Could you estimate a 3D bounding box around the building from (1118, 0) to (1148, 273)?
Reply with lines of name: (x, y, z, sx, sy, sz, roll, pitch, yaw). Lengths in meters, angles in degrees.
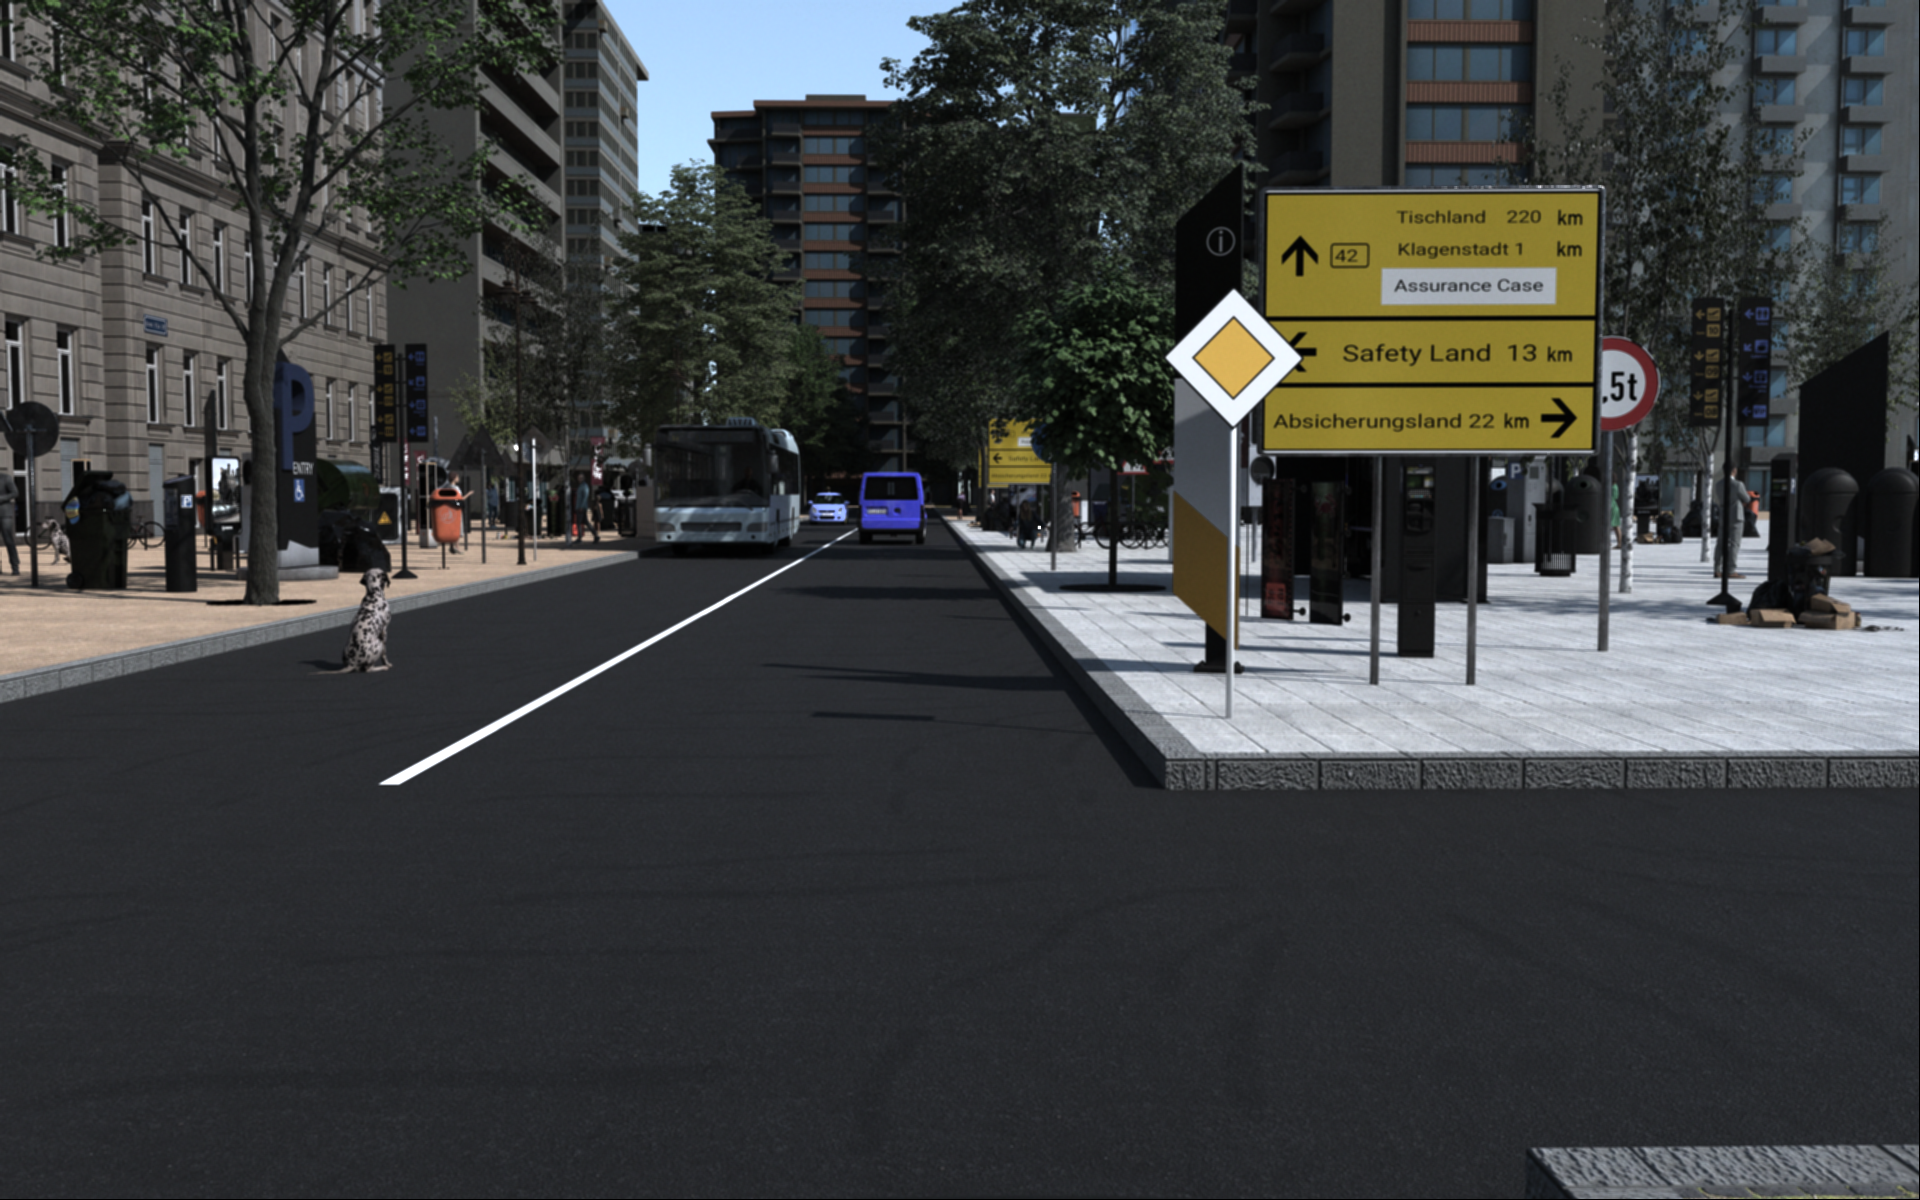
building: (29.717, -53.797, 192.259, 31.000, 86.520, 22.319, 0, 4, -1)

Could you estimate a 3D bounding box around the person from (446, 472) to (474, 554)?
person: (-10.722, -1.861, 37.033, 0.480, 1.755, 0.524, 3, 4, 39)

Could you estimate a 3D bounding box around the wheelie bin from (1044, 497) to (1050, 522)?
wheelie bin: (4.264, -4.429, 80.330, 0.693, 1.594, 0.980, -2, 4, -35)

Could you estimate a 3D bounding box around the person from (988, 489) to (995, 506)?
person: (1.365, -4.157, 76.605, 0.503, 1.515, 0.523, 2, 4, 31)

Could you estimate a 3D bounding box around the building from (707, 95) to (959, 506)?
building: (-14.300, -32.923, 192.923, 28.867, 44.769, 22.147, 0, 4, -1)

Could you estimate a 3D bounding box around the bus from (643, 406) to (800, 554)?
bus: (-5.727, -3.009, 44.059, 2.948, 3.499, 13.247, 0, 4, -2)

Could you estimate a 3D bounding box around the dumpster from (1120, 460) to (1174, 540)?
dumpster: (5.352, -2.833, 48.821, 1.502, 2.255, 1.985, 0, 4, -1)

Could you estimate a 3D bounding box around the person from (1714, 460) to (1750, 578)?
person: (11.810, -1.238, 26.472, 0.466, 1.800, 0.511, -3, 5, -39)

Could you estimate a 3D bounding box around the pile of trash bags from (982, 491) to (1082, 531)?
pile of trash bags: (2.503, -3.082, 60.138, 3.447, 1.369, 1.912, 0, 4, -3)

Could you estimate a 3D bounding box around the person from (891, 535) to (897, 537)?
person: (-2.218, -3.038, 58.265, 0.694, 1.812, 0.767, 1, 4, 10)

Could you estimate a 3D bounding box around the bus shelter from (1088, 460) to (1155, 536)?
bus shelter: (5.078, -3.725, 54.828, 2.014, 3.302, 5.546, 0, 4, -1)

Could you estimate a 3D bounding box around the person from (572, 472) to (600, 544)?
person: (-9.644, -2.363, 44.542, 0.748, 1.841, 0.638, -1, 4, -10)

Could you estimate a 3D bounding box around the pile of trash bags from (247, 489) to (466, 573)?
pile of trash bags: (-9.985, -1.165, 28.802, 3.447, 1.369, 1.912, -2, 4, -28)

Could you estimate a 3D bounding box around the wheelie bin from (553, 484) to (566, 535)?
wheelie bin: (-12.550, -2.855, 54.583, 0.693, 1.594, 0.980, 1, 4, 11)

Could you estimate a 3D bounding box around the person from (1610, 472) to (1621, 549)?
person: (15.131, -2.074, 40.192, 0.529, 1.795, 0.600, 1, 4, 11)

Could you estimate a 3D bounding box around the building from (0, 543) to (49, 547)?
building: (-28.771, -14.525, 34.754, 12.463, 27.353, 25.104, 0, 4, -1)

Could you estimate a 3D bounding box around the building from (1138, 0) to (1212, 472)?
building: (25.404, -31.275, 130.958, 23.786, 49.044, 30.456, 0, 4, -1)

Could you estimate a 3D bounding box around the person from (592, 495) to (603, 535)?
person: (-11.474, -2.695, 54.781, 0.362, 1.253, 0.373, 1, 4, 22)

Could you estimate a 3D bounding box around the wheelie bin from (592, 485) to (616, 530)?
wheelie bin: (-12.774, -3.316, 62.117, 0.693, 1.594, 0.980, -3, 5, -43)

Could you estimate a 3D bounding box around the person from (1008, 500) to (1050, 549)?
person: (1.650, -1.758, 40.291, 1.012, 1.151, 0.738, 1, 4, 9)

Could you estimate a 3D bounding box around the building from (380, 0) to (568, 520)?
building: (-34.469, -28.781, 94.268, 21.300, 48.544, 21.600, 0, 4, -1)

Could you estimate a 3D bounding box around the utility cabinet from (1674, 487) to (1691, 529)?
utility cabinet: (22.444, -2.761, 53.814, 0.318, 1.500, 1.173, 1, 4, 14)

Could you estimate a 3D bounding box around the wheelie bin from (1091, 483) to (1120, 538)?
wheelie bin: (4.328, -2.657, 51.349, 0.693, 1.594, 0.980, -3, 5, -45)

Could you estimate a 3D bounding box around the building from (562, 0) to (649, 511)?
building: (-36.703, -26.788, 129.872, 23.993, 40.220, 32.217, 0, 4, -1)

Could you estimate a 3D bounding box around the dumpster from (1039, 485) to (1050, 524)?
dumpster: (3.118, -4.365, 73.865, 1.502, 2.255, 1.985, 0, 4, -1)

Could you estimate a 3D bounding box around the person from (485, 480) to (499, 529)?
person: (-17.430, -3.560, 64.509, 0.793, 1.790, 0.793, 0, 4, -5)

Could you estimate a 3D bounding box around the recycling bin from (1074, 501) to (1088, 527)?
recycling bin: (4.656, -3.350, 67.330, 0.722, 1.027, 0.722, 3, 5, 40)

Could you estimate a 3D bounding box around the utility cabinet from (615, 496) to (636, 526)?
utility cabinet: (-13.475, -3.549, 69.183, 1.020, 1.237, 0.306, -2, 4, -25)

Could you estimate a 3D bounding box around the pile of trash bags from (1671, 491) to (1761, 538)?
pile of trash bags: (22.961, -2.565, 51.692, 3.447, 1.369, 1.912, -3, 5, -43)

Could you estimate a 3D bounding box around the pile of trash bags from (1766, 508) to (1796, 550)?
pile of trash bags: (18.795, -1.726, 37.977, 1.912, 1.369, 3.447, 1, 4, 23)

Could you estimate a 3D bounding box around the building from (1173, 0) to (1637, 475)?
building: (25.283, -27.283, 100.709, 22.147, 44.769, 28.867, 0, 4, -1)

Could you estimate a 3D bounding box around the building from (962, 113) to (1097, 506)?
building: (7.271, -30.916, 189.077, 14.086, 41.232, 14.154, 0, 4, -1)

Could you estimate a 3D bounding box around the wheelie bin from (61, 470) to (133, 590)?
wheelie bin: (-11.646, -0.952, 23.470, 0.693, 1.594, 0.980, 0, 4, 7)

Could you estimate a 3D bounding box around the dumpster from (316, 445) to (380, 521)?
dumpster: (-12.530, -1.946, 34.308, 1.502, 2.255, 1.985, 0, 4, -1)

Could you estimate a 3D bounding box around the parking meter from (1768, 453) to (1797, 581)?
parking meter: (11.644, -1.151, 24.524, 0.255, 1.863, 0.399, 3, 5, 41)

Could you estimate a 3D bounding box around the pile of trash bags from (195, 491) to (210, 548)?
pile of trash bags: (-16.559, -1.929, 41.284, 3.447, 1.369, 1.912, 1, 4, 9)

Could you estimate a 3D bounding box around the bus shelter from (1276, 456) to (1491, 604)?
bus shelter: (5.371, -1.960, 23.325, 1.731, 3.624, 6.357, 0, 4, -1)

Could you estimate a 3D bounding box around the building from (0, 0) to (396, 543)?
building: (-29.426, -16.093, 60.380, 12.463, 27.353, 25.104, 0, 4, -1)

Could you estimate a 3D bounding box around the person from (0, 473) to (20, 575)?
person: (-15.242, -1.320, 27.435, 0.655, 1.846, 0.447, 0, 4, 4)

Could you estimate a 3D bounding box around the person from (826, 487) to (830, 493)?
person: (-7.072, -5.146, 92.725, 0.705, 1.814, 1.350, 1, 4, 20)

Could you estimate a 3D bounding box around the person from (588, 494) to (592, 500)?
person: (-20.744, -5.422, 94.825, 1.348, 1.807, 0.705, -2, 4, -30)

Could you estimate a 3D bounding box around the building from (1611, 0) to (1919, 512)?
building: (58.659, -31.553, 135.508, 30.456, 49.044, 23.786, 0, 4, -1)

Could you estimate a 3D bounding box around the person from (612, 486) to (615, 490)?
person: (-24.023, -6.970, 120.133, 0.705, 1.807, 1.348, 0, 4, -4)

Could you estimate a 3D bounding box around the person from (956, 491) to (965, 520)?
person: (0.025, -4.730, 86.616, 0.421, 1.427, 0.697, 1, 4, 20)

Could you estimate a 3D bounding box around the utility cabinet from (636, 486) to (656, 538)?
utility cabinet: (-8.987, -2.550, 50.363, 0.318, 1.500, 1.173, -3, 4, -39)

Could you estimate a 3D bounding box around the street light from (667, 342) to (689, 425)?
street light: (-8.573, -4.891, 52.762, 0.468, 5.910, 1.993, 0, 4, -1)

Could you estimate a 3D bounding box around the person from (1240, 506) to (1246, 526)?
person: (11.288, -3.938, 69.795, 0.474, 1.900, 0.648, 0, 4, 8)

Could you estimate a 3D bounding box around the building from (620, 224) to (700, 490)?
building: (-35.833, -25.451, 187.827, 14.107, 30.474, 14.160, 0, 4, -1)

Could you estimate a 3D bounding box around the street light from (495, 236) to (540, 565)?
street light: (-7.974, -3.581, 31.332, 0.468, 5.910, 1.993, 0, 4, -1)
